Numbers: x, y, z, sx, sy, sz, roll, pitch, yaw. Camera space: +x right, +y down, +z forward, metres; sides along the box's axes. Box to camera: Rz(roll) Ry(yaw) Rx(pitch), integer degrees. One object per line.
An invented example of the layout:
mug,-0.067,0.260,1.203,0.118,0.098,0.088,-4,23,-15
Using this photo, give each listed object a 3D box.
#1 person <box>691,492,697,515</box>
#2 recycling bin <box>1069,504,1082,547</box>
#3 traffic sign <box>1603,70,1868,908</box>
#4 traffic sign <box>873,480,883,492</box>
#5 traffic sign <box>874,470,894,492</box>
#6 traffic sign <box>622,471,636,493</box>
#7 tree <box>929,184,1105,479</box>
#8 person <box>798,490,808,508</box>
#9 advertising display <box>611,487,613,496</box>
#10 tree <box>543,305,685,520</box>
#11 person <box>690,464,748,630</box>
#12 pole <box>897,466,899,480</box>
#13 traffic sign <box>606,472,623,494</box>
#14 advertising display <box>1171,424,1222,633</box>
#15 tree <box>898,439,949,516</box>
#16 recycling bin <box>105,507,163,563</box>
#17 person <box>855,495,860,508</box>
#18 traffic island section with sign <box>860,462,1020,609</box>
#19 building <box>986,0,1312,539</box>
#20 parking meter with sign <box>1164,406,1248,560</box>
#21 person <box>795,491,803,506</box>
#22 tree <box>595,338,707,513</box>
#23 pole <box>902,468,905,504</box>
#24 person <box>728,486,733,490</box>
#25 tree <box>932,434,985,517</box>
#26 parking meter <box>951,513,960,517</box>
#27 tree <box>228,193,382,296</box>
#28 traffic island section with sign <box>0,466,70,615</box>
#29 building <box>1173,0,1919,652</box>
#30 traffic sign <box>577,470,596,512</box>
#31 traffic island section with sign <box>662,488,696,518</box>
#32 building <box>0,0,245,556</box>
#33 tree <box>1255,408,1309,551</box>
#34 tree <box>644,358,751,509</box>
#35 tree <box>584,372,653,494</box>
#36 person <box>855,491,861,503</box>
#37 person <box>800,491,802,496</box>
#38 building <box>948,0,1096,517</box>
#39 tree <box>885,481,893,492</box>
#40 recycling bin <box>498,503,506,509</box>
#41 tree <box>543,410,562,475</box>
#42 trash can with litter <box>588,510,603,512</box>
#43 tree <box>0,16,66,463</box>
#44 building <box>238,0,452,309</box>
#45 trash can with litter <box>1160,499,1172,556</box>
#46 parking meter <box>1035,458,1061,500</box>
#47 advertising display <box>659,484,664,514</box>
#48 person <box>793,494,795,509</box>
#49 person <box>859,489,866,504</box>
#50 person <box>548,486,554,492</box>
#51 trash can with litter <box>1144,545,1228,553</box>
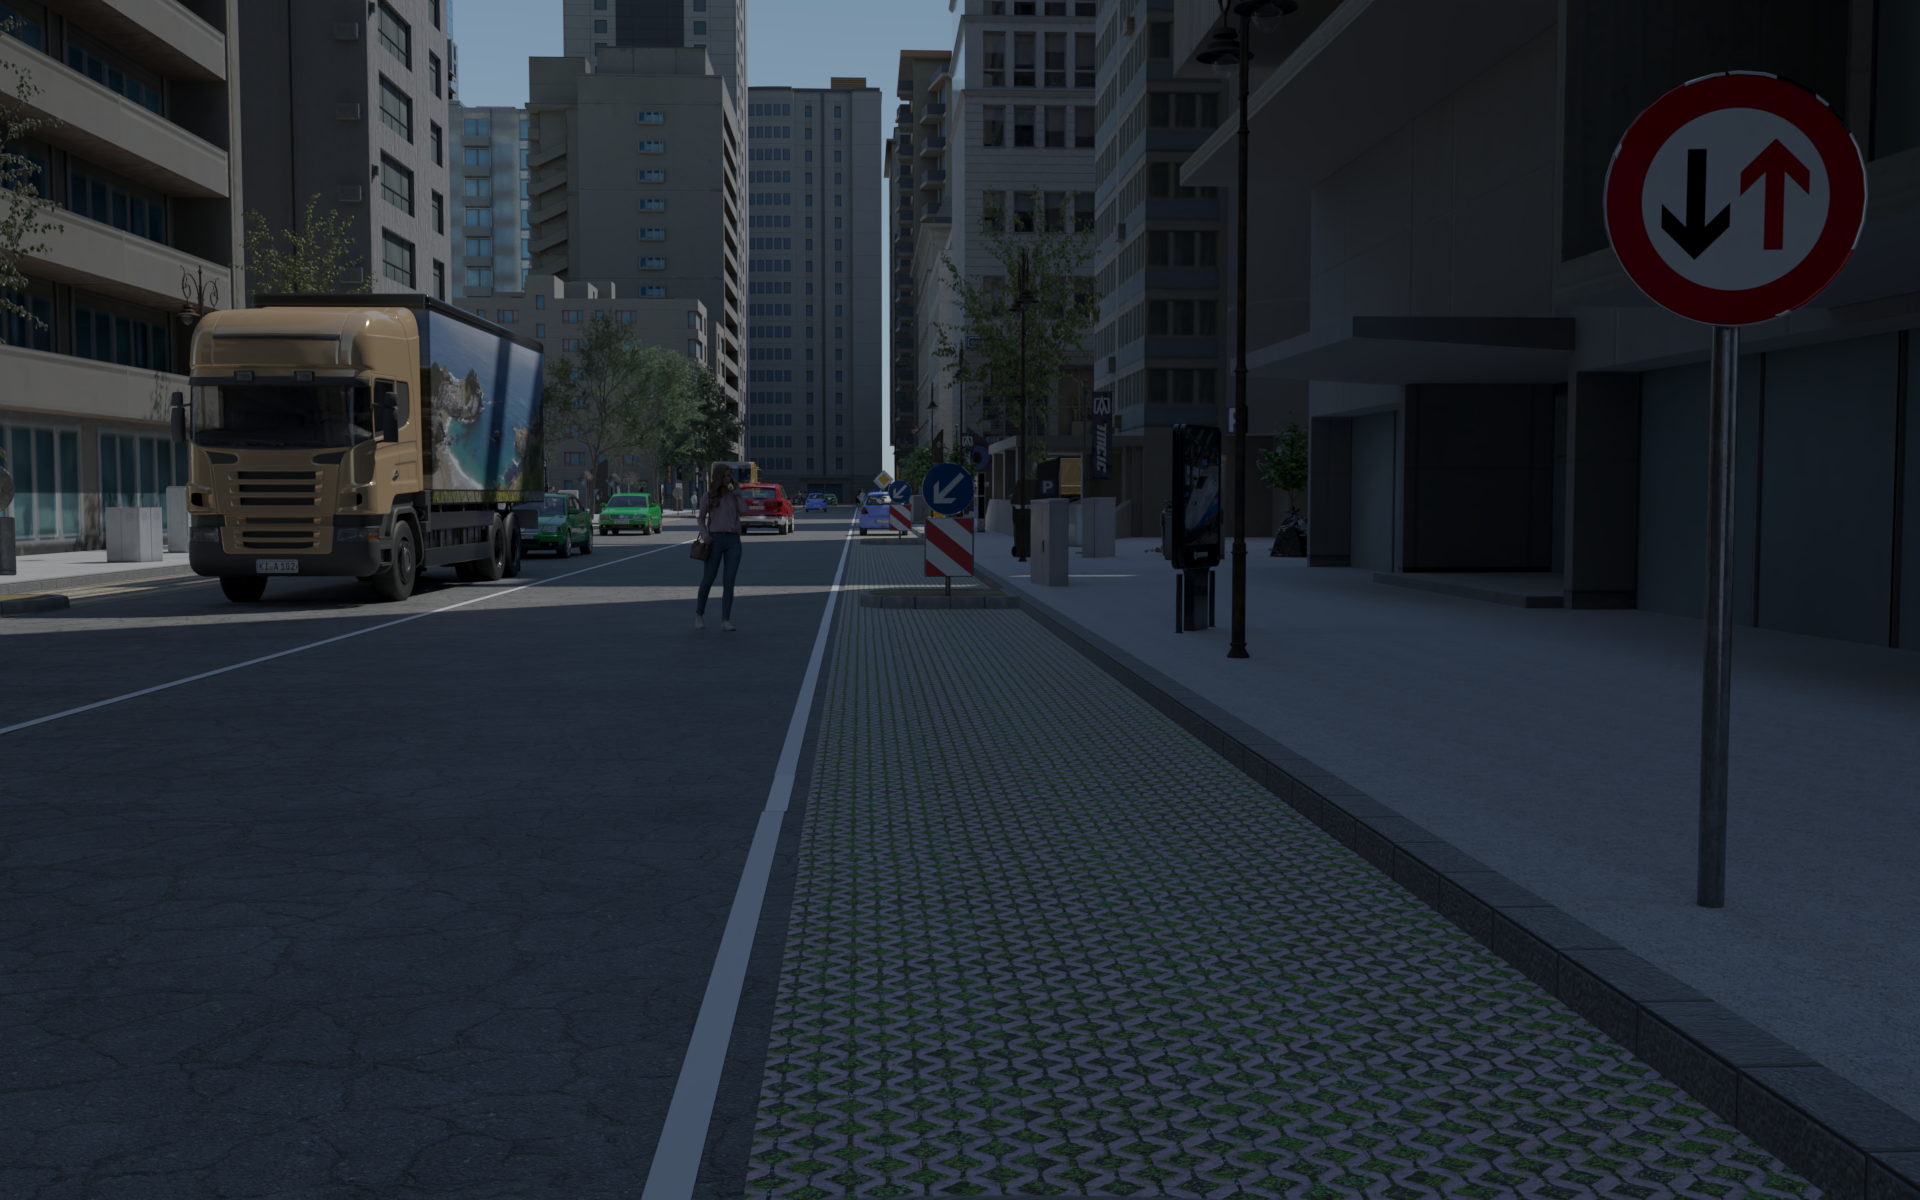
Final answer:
person,-18.177,-6.623,118.593,0.330,1.601,0.589,-3,4,-37
recycling bin,2.953,-1.826,42.415,0.722,1.027,0.722,-2,4,-28
traffic sign,2.342,-0.319,5.325,0.768,2.556,0.104,0,4,6
traffic sign,-3.593,-4.639,79.482,0.795,2.450,0.064,0,4,-3
traffic sign,-3.137,-4.151,71.510,0.795,2.450,0.064,0,4,-3
traffic sign,-18.438,-5.896,96.503,0.768,2.556,0.104,0,4,1
tree,1.547,-5.505,40.369,4.737,8.622,4.395,0,3,0
person,-15.529,-10.088,173.529,1.350,1.814,0.705,0,4,-1
advertising display,-30.677,-9.014,152.591,0.123,1.923,0.974,-1,4,-10
tree,-18.075,-9.247,85.597,7.601,10.594,8.767,2,4,32
person,-2.581,-0.566,18.345,0.593,1.750,0.643,-1,4,-20
pole,-4.444,-7.968,124.114,0.158,3.312,0.155,0,3,0
traffic sign,-15.719,-4.598,78.812,0.795,2.450,0.064,0,4,-3
advertising display,2.228,-0.678,16.302,0.123,1.923,0.974,2,4,29
tree,-1.840,-7.186,101.206,4.285,4.588,4.351,0,3,0
recycling bin,-15.634,-1.238,32.794,0.722,1.027,0.722,1,4,12
person,-10.726,-10.488,183.162,0.799,1.438,0.628,1,4,15
traffic island section with sign,-0.294,-0.841,22.372,1.989,1.847,2.006,0,4,-3
building,17.417,-22.281,56.177,32.217,40.220,23.993,0,4,-3
parking meter with sign,4.799,-2.303,33.907,1.738,3.016,0.543,-2,4,-34
person,-19.498,-12.290,209.530,1.350,1.814,0.705,-2,4,-25
tree,-20.389,-11.608,115.539,9.928,11.665,9.643,0,3,0
pole,-4.441,-8.687,135.874,0.158,3.312,0.155,0,3,0
person,-10.393,-4.269,78.469,0.661,1.801,0.590,1,4,15
tree,-0.157,-3.730,55.579,1.663,3.219,1.824,0,3,0
parking meter,-0.152,-3.173,60.288,0.372,1.533,0.369,0,3,0
tree,-16.382,-5.686,43.322,4.737,8.622,4.395,0,3,0
traffic island section with sign,-12.112,-0.764,21.121,1.989,1.847,2.006,0,4,-3
building,17.889,-26.190,17.448,28.713,52.752,27.495,0,4,-3
traffic sign,-15.263,-4.110,70.839,0.795,2.450,0.064,0,4,-3
traffic island section with sign,-16.819,-5.800,103.454,1.989,1.847,2.006,0,4,-3
building,-29.110,-25.098,34.053,21.300,48.544,21.600,0,4,-3
tree,7.449,-2.721,39.088,1.663,3.219,1.824,0,3,0
tree,-22.354,-14.012,146.098,9.611,12.733,9.660,0,3,0
tree,-20.102,-9.275,102.015,4.360,8.622,3.978,0,3,0
person,-11.164,-11.304,193.287,1.348,1.831,0.705,2,4,24
person,-20.814,-13.325,226.456,1.348,1.812,0.705,0,4,1
building,14.603,-18.862,85.882,29.804,29.767,11.434,0,4,-3
tree,-8.730,-13.007,207.259,1.663,3.219,1.824,0,3,0
recycling bin,-18.361,-3.474,69.351,0.722,1.027,0.722,2,4,24
tree,-34.133,-11.546,139.133,4.360,8.622,3.978,0,3,0
trash can with litter,-26.827,-7.025,125.922,2.233,1.210,1.678,-1,4,-16
tree,-14.935,-4.570,25.076,4.360,8.622,3.978,0,3,0
building,-26.160,-17.735,61.667,14.107,30.474,14.160,0,4,-3
trash can with litter,4.654,-1.492,35.782,1.055,1.170,0.624,1,4,9
parking meter,1.416,-1.357,27.904,0.399,1.863,0.255,1,4,12
advertising display,-18.979,-6.419,110.164,0.123,1.923,0.974,0,4,-2
person,-15.685,-9.305,163.897,0.557,1.426,1.065,0,4,-4
person,-8.543,-8.829,152.726,0.514,1.842,0.818,-3,5,-43
person,-17.635,-4.052,75.085,0.374,1.781,0.599,-3,5,-39
trash can with litter,4.807,-1.660,38.206,1.678,1.210,2.233,-1,4,-16
